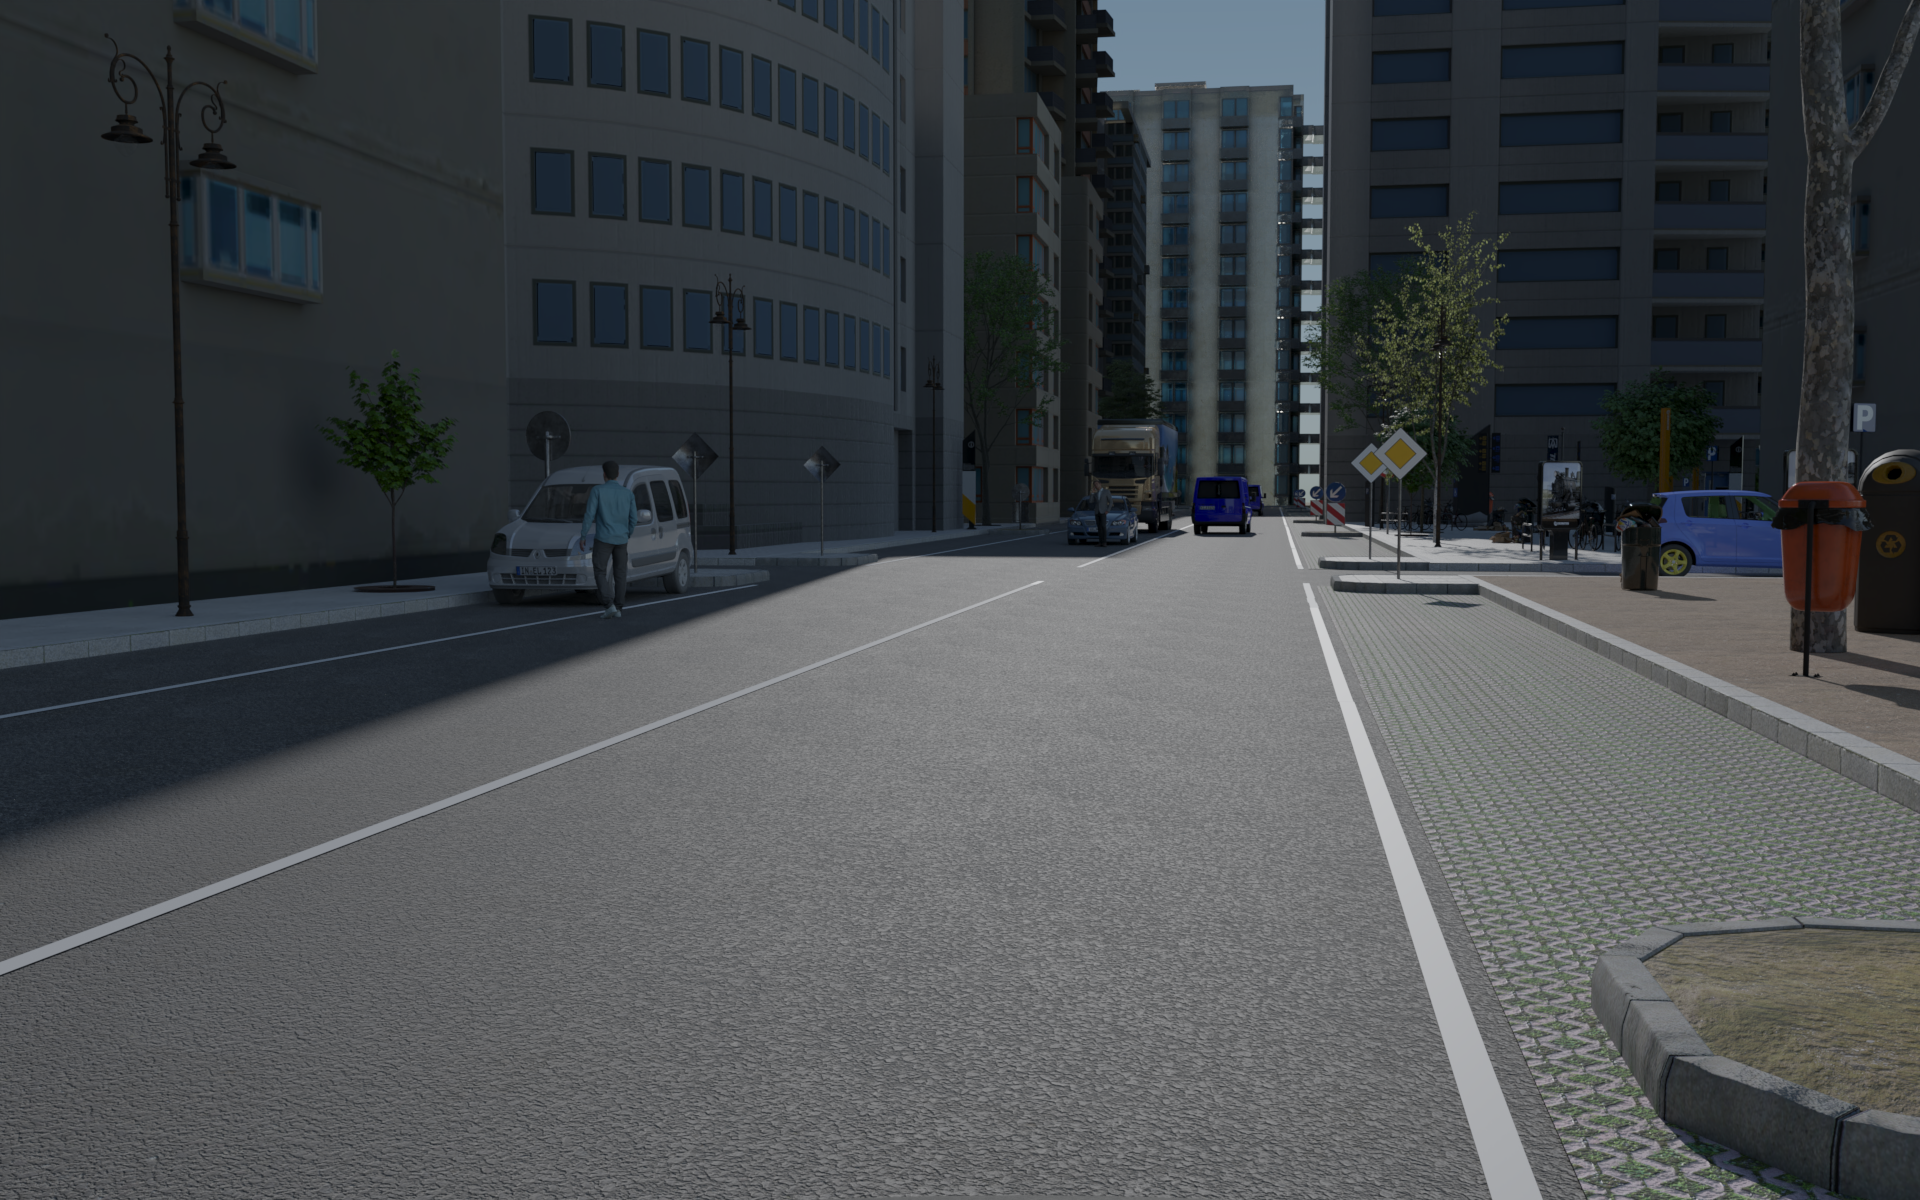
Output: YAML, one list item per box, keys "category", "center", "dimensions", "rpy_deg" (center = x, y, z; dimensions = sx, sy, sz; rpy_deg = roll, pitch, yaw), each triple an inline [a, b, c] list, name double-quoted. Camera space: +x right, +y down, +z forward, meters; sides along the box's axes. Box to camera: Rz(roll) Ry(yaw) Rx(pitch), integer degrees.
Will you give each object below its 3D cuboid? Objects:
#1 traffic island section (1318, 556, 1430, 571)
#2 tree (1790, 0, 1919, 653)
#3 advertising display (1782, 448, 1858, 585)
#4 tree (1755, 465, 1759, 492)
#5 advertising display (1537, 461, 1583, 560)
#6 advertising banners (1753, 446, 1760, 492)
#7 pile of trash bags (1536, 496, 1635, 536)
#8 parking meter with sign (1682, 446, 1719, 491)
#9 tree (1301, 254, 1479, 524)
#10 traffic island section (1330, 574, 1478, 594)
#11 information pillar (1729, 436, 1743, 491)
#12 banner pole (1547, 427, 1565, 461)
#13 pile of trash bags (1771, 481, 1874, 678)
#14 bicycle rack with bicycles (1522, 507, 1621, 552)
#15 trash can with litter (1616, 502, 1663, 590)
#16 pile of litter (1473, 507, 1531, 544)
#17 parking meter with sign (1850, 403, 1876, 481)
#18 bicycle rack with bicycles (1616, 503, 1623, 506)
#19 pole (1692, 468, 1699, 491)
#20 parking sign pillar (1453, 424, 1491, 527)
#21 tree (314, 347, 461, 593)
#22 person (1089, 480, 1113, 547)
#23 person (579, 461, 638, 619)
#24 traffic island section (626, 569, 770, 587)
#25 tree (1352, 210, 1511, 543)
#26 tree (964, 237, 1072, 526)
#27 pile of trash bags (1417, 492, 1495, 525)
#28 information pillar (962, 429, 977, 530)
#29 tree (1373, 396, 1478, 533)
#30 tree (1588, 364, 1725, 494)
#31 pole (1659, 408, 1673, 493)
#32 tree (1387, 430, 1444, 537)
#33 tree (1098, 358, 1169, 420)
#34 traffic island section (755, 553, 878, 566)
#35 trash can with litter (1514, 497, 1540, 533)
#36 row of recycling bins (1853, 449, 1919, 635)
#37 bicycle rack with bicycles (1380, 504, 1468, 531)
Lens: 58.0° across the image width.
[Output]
- category: "traffic island section"
  center: [8.073, -0.718, 34.016]
  dimensions: [2.009, 0.180, 2.903]
  rpy_deg: [1, 4, 10]
- category: "tree"
  center: [6.036, -9.575, 12.439]
  dimensions: [12.611, 20.169, 13.585]
  rpy_deg: [0, 3, 0]
- category: "advertising display"
  center: [12.084, -1.172, 24.370]
  dimensions: [0.974, 1.923, 0.123]
  rpy_deg: [0, 4, 4]
- category: "tree"
  center: [44.740, -6.236, 96.563]
  dimensions: [1.663, 3.219, 1.824]
  rpy_deg: [0, 3, 0]
- category: "advertising display"
  center: [11.634, -1.737, 33.611]
  dimensions: [0.974, 1.923, 0.123]
  rpy_deg: [-1, 4, -21]
- category: "advertising banners"
  center: [29.343, -4.058, 62.541]
  dimensions: [2.074, 3.025, 0.090]
  rpy_deg: [-3, 4, -37]
- category: "pile of trash bags"
  center: [19.931, -2.758, 54.841]
  dimensions: [3.447, 1.369, 1.912]
  rpy_deg: [3, 5, 42]
- category: "parking meter with sign"
  center: [26.435, -4.049, 62.469]
  dimensions: [1.738, 3.016, 0.543]
  rpy_deg: [-1, 4, -17]
- category: "tree"
  center: [18.393, -9.092, 74.403]
  dimensions: [9.928, 11.665, 9.643]
  rpy_deg: [0, 3, 0]
- category: "traffic island section"
  center: [6.642, -0.237, 26.160]
  dimensions: [2.009, 0.180, 2.903]
  rpy_deg: [1, 4, 10]
- category: "information pillar"
  center: [31.128, -4.777, 69.462]
  dimensions: [0.504, 3.616, 0.183]
  rpy_deg: [2, 4, 35]
- category: "banner pole"
  center: [22.269, -4.567, 64.695]
  dimensions: [0.401, 3.779, 0.863]
  rpy_deg: [-3, 4, -38]
- category: "pile of trash bags"
  center: [7.155, -0.100, 11.384]
  dimensions: [3.447, 1.369, 1.912]
  rpy_deg: [3, 5, 42]
- category: "bicycle rack with bicycles"
  center: [13.918, -1.585, 39.291]
  dimensions: [2.852, 0.926, 2.925]
  rpy_deg: [1, 4, 13]
- category: "trash can with litter"
  center: [9.085, -0.731, 23.347]
  dimensions: [0.624, 1.170, 1.055]
  rpy_deg: [1, 4, 12]
- category: "pile of litter"
  center: [14.444, -1.930, 45.520]
  dimensions: [1.719, 0.858, 1.176]
  rpy_deg: [-3, 5, -42]
- category: "parking meter with sign"
  center: [17.086, -2.317, 34.140]
  dimensions: [0.543, 3.016, 1.738]
  rpy_deg: [-1, 4, -19]
- category: "bicycle rack with bicycles"
  center: [28.000, -3.552, 71.459]
  dimensions: [2.852, 0.926, 2.925]
  rpy_deg: [3, 4, 36]
- category: "pole"
  center: [22.286, -3.586, 52.472]
  dimensions: [0.158, 3.312, 0.155]
  rpy_deg: [0, 3, 0]
- category: "parking sign pillar"
  center: [19.804, -4.806, 67.050]
  dimensions: [1.447, 3.967, 1.447]
  rpy_deg: [0, 4, -8]
- category: "tree"
  center: [-7.366, -1.729, 22.875]
  dimensions: [1.663, 3.219, 1.824]
  rpy_deg: [0, 3, 0]
- category: "person"
  center: [3.816, -2.339, 46.923]
  dimensions: [0.473, 1.802, 0.592]
  rpy_deg: [-3, 5, -40]
- category: "person"
  center: [-4.047, -0.707, 20.073]
  dimensions: [0.660, 1.820, 0.620]
  rpy_deg: [-3, 4, -36]
- category: "traffic island section"
  center: [-4.319, -0.359, 28.154]
  dimensions: [2.009, 0.180, 2.903]
  rpy_deg: [1, 4, 10]
- category: "tree"
  center: [12.552, -5.829, 45.671]
  dimensions: [4.360, 8.622, 3.978]
  rpy_deg: [0, 3, 0]
- category: "tree"
  center: [0.966, -8.802, 69.665]
  dimensions: [9.928, 11.665, 9.643]
  rpy_deg: [0, 3, 0]
- category: "pile of trash bags"
  center: [20.984, -3.878, 73.153]
  dimensions: [1.912, 1.369, 3.447]
  rpy_deg: [-3, 5, -42]
- category: "information pillar"
  center: [0.341, -4.358, 62.615]
  dimensions: [0.504, 3.616, 0.183]
  rpy_deg: [1, 4, 11]
- category: "tree"
  center: [15.356, -4.502, 57.323]
  dimensions: [4.285, 4.588, 4.351]
  rpy_deg: [0, 3, 0]
- category: "tree"
  center: [17.636, -3.688, 44.006]
  dimensions: [4.285, 4.588, 4.351]
  rpy_deg: [0, 3, 0]
- category: "pole"
  center: [16.726, -2.893, 41.136]
  dimensions: [0.158, 3.312, 0.155]
  rpy_deg: [0, 3, 0]
- category: "tree"
  center: [13.862, -3.548, 52.618]
  dimensions: [1.663, 3.219, 1.824]
  rpy_deg: [0, 3, 0]
- category: "tree"
  center: [13.899, -13.892, 145.257]
  dimensions: [7.486, 12.596, 7.792]
  rpy_deg: [0, 3, 0]
- category: "traffic island section"
  center: [-2.888, -0.840, 36.010]
  dimensions: [2.009, 0.180, 2.903]
  rpy_deg: [1, 4, 10]
- category: "trash can with litter"
  center: [18.799, -2.791, 57.023]
  dimensions: [1.055, 1.170, 0.624]
  rpy_deg: [-2, 4, -28]
- category: "row of recycling bins"
  center: [9.198, -0.474, 14.857]
  dimensions: [1.069, 1.692, 3.534]
  rpy_deg: [-1, 4, -16]
- category: "bicycle rack with bicycles"
  center: [16.165, -2.933, 61.335]
  dimensions: [2.852, 0.926, 2.925]
  rpy_deg: [-1, 4, -19]
